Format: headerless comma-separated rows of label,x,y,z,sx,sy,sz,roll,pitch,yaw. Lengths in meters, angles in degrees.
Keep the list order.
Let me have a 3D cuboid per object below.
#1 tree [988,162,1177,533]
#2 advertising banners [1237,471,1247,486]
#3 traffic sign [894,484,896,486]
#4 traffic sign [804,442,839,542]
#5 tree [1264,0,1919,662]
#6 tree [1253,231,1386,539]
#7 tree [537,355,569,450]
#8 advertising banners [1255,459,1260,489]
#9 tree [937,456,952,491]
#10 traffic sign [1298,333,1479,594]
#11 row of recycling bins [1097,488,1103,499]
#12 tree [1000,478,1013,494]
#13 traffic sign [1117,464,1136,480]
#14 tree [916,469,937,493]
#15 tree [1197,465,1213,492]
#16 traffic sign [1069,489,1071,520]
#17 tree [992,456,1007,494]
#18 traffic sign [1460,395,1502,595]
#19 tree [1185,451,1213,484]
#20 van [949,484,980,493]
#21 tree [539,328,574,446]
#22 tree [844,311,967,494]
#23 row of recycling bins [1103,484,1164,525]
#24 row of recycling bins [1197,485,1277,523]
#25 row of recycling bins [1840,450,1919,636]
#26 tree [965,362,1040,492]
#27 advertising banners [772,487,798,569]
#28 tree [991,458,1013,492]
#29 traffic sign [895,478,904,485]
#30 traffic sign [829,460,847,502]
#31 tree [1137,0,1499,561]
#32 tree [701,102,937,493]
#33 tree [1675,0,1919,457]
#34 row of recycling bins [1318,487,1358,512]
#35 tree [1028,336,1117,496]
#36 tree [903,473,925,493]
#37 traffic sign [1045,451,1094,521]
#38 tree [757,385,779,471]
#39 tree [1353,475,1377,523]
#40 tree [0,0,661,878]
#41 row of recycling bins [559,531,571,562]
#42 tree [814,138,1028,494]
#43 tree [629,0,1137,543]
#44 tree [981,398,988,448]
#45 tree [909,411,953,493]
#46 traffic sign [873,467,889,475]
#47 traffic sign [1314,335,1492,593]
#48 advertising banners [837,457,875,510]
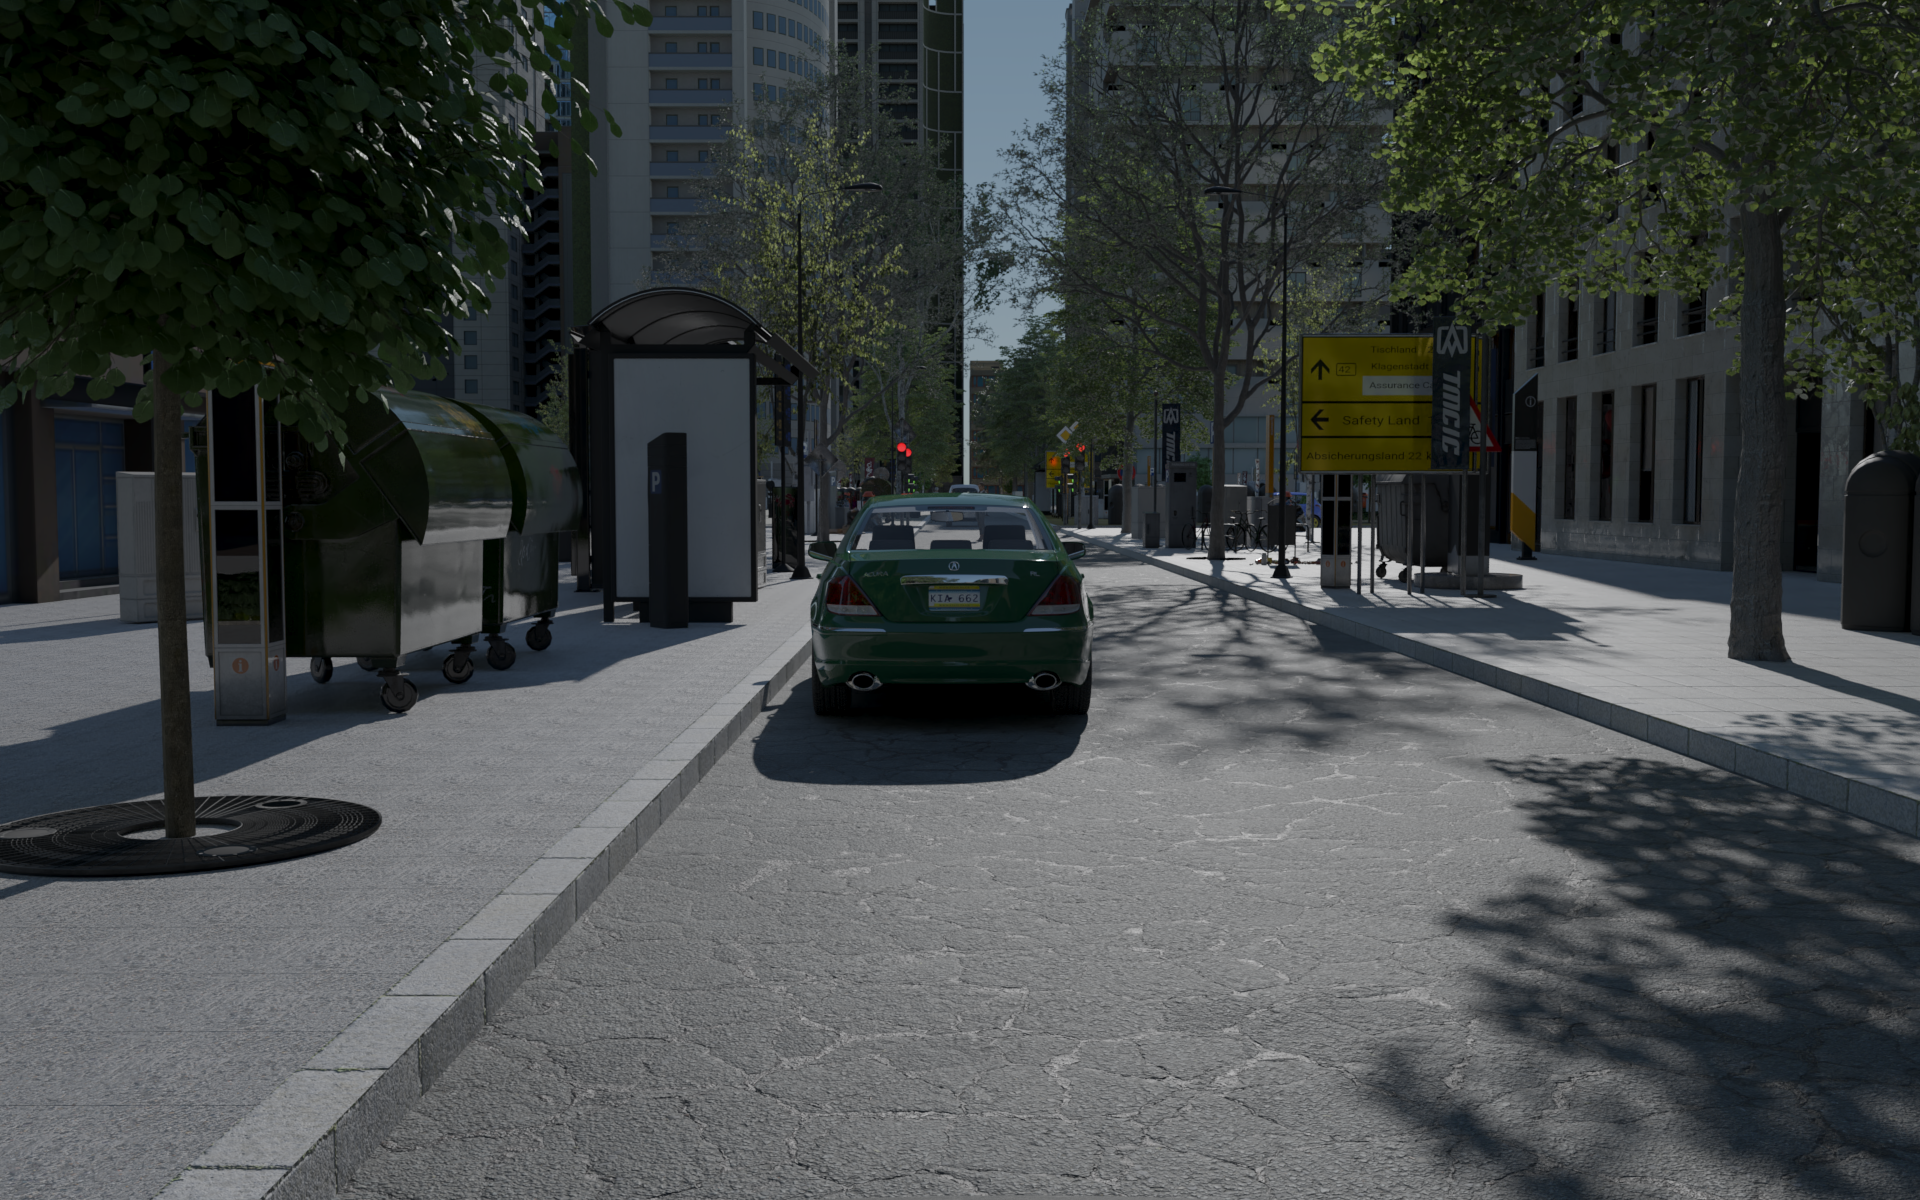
tree,5.875,-8.497,57.055,7.486,12.596,7.792,0,3,0
advertising banners,21.220,-8.338,132.516,0.090,3.025,2.074,-3,4,-37
traffic sign,-4.672,-8.044,131.631,0.768,2.556,0.104,0,4,3
traffic sign,-3.092,-2.283,38.516,0.795,2.450,0.064,0,4,5
tree,5.798,-5.805,13.034,7.486,12.596,7.792,0,3,0
tree,10.043,-6.039,49.107,4.360,8.622,3.978,0,3,0
tree,-20.015,-8.598,90.947,4.360,8.622,3.978,0,3,0
advertising banners,15.155,-5.522,86.472,0.090,3.025,2.074,2,4,35
tree,-3.140,-15.991,211.820,4.360,8.622,3.978,0,3,0
traffic sign,5.425,-1.722,22.033,2.265,3.308,0.079,0,4,0
row of recycling bins,9.392,-5.527,97.486,3.534,1.692,1.069,3,4,38
tree,5.196,-11.137,176.698,1.663,3.219,1.824,0,3,0
traffic sign,6.858,-4.359,71.375,0.768,2.556,0.104,0,4,3
tree,-3.755,-10.977,163.190,4.285,4.588,4.351,0,3,0
tree,16.601,-7.517,117.497,1.663,3.219,1.824,0,3,0
traffic sign,5.529,-5.323,87.039,0.884,2.594,0.081,0,4,6
tree,4.654,-14.258,183.487,4.737,8.622,4.395,0,3,0
traffic sign,6.380,-1.339,21.893,0.884,2.594,0.081,0,4,2
tree,17.808,-8.902,129.269,4.285,4.588,4.351,0,3,0
van,0.210,-4.283,77.040,2.013,2.044,4.112,0,4,0
tree,-16.302,-7.710,76.420,4.737,8.622,4.395,0,3,0
tree,-3.346,-11.447,105.281,7.486,12.596,7.792,0,3,0
row of recycling bins,7.977,-4.019,72.828,3.534,1.692,1.069,-1,4,-14
row of recycling bins,12.320,-4.275,77.005,3.534,1.692,1.069,1,4,15
row of recycling bins,9.262,-0.490,15.122,1.069,1.692,3.534,-1,4,-21
tree,5.347,-15.805,165.060,9.857,13.997,8.962,0,3,0
advertising banners,-3.709,-2.037,29.500,2.074,3.025,0.090,-1,4,-11
tree,5.067,-15.483,203.511,4.360,8.622,3.978,0,3,0
traffic sign,-4.330,-7.554,123.609,0.768,2.556,0.104,0,4,6
traffic sign,-4.526,-3.862,63.251,0.768,2.556,0.104,0,4,5
tree,5.148,-7.531,33.503,12.009,13.543,11.850,0,3,0
tree,-3.122,-5.084,33.487,4.360,8.622,3.978,0,3,0
tree,10.542,-4.252,19.880,4.737,8.622,4.395,0,3,0
row of recycling bins,19.192,-4.956,88.145,1.069,1.692,3.534,-1,4,-11
tree,5.271,-7.739,76.891,4.737,8.622,4.395,0,3,0
tree,-3.239,-7.770,121.641,1.663,3.219,1.824,0,3,0
traffic sign,5.139,-5.339,81.166,2.265,3.308,0.079,0,4,2
tree,-13.289,-9.834,111.143,4.737,8.622,4.395,0,3,0
tree,18.024,-5.642,75.960,4.285,4.588,4.351,0,3,0
tree,-2.842,-1.387,6.384,4.285,4.588,4.351,0,3,0
row of recycling bins,-7.150,-1.581,32.964,3.534,1.692,1.069,-1,4,-9
tree,-2.421,-14.333,90.231,12.611,20.169,13.585,0,3,0
tree,-3.513,-8.280,45.754,12.009,13.543,11.850,0,3,0
tree,5.301,-11.741,110.086,7.486,12.596,7.792,0,3,0
tree,-2.972,-11.991,146.408,4.737,8.622,4.395,0,3,0
traffic sign,-3.702,-4.969,81.354,0.768,2.556,0.104,0,4,6
traffic sign,5.668,-1.741,22.343,2.265,3.308,0.079,0,4,3
advertising banners,-5.057,-5.300,82.839,2.074,3.025,0.090,1,4,13
